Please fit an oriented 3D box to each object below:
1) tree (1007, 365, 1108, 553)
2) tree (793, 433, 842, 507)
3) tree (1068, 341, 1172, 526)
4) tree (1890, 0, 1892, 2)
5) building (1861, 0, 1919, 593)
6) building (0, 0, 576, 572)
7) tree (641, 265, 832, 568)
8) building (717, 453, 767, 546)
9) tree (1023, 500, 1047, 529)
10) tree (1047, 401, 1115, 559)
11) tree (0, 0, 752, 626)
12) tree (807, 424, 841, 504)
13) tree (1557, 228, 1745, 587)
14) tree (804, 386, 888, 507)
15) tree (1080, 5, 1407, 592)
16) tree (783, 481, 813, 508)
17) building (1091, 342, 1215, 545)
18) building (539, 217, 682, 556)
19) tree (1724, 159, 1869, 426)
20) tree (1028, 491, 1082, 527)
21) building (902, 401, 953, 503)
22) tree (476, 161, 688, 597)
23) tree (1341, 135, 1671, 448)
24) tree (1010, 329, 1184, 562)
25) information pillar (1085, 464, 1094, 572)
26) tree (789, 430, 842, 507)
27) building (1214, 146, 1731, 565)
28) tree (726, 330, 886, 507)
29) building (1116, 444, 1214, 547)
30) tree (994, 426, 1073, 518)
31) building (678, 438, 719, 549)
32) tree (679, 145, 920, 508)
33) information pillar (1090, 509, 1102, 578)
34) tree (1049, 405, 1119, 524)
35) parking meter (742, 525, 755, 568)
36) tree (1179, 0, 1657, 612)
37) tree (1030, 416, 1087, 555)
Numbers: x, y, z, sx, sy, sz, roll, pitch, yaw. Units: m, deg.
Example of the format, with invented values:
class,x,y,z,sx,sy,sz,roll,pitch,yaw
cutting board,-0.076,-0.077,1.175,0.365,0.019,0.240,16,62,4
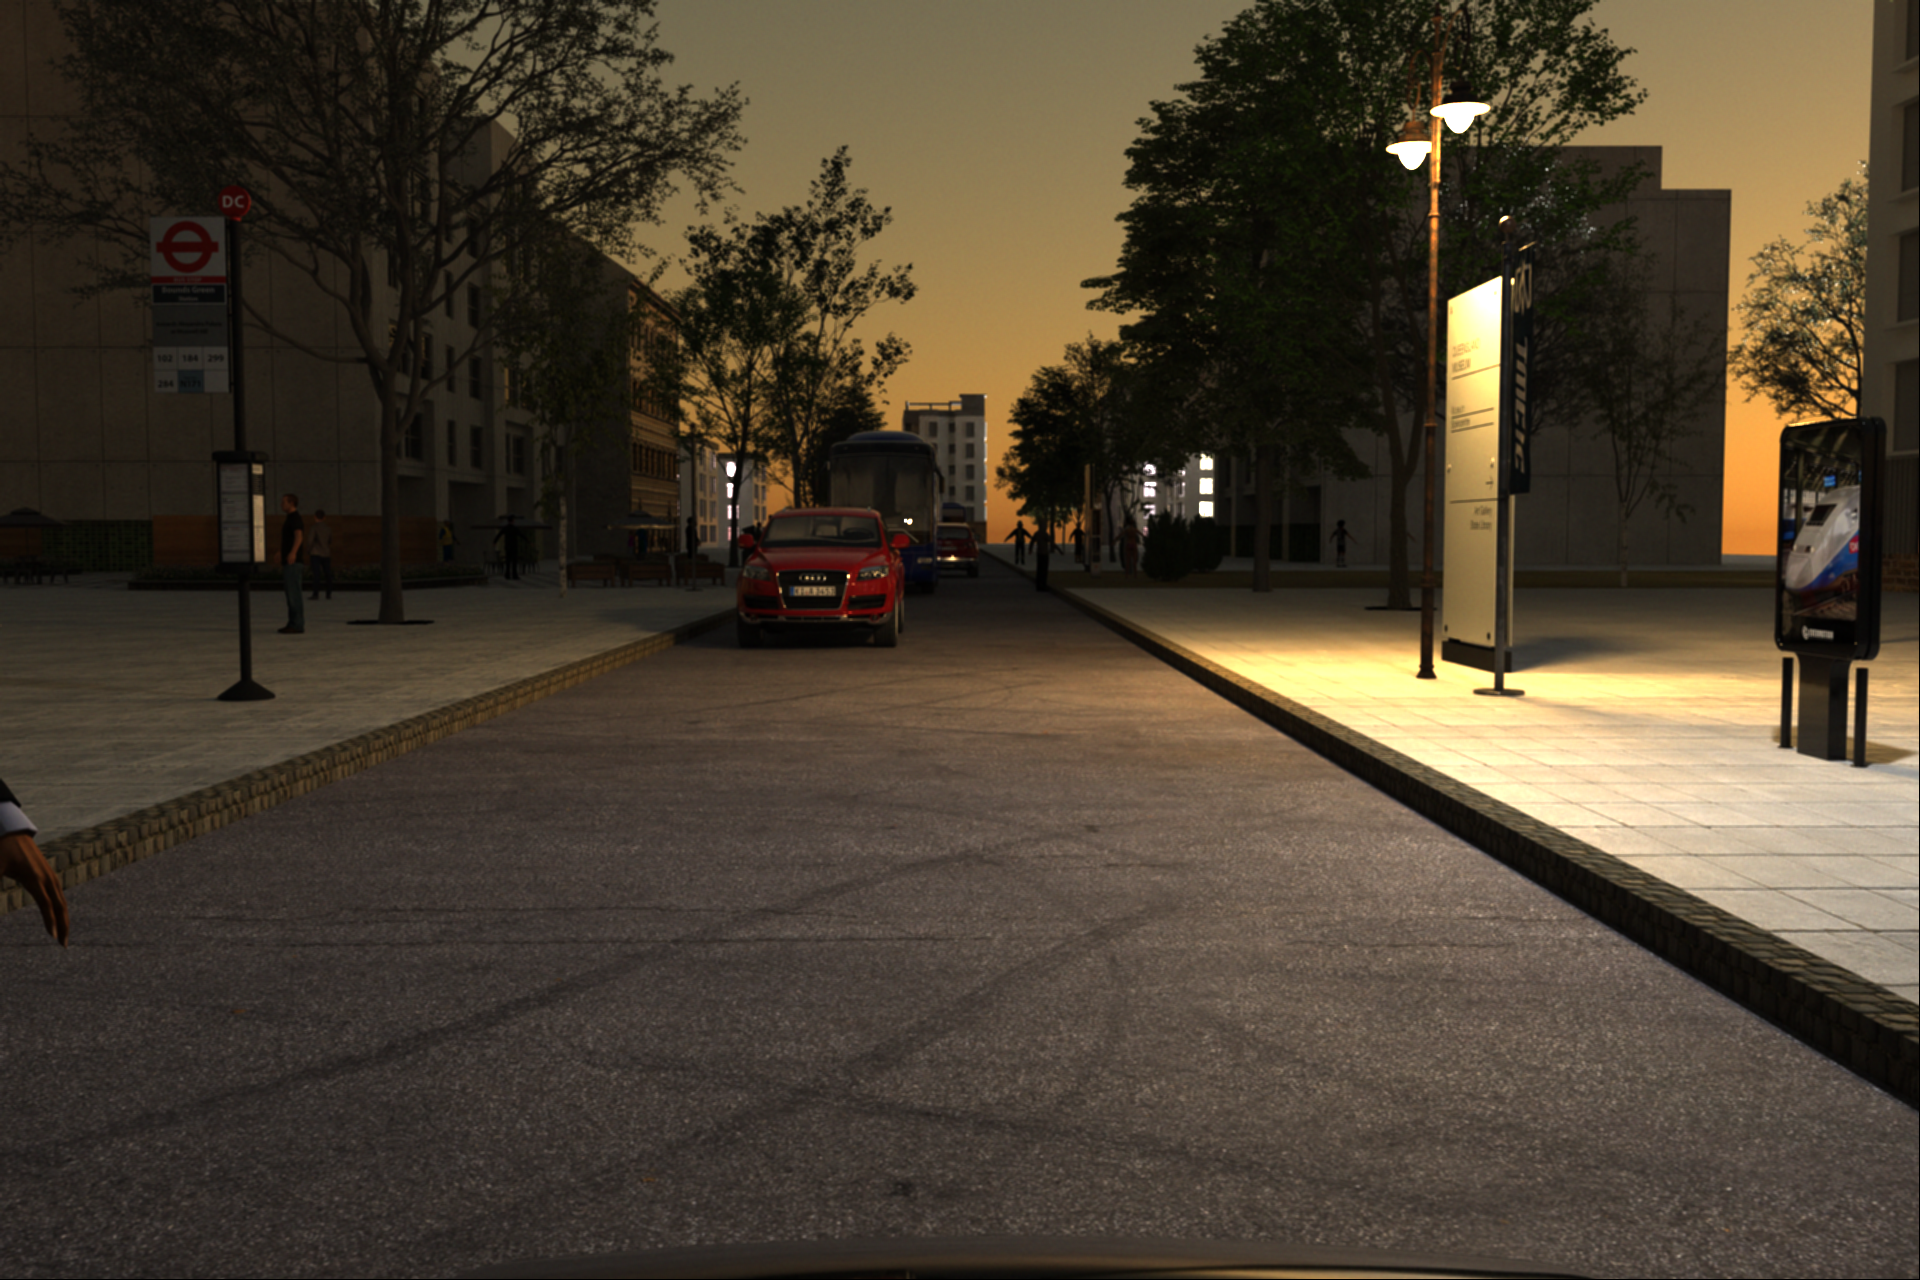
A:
class,x,y,z,sx,sy,sz,roll,pitch,yaw
tree,6.581,-12.144,116.684,7.486,12.596,7.792,0,3,0
tree,-9.365,-10.358,119.719,4.737,8.622,4.395,0,3,0
tree,6.236,-7.033,65.347,4.737,8.622,4.395,0,3,0
tree,7.285,-3.654,10.110,4.737,8.622,4.395,0,3,0
building,25.575,-11.048,37.061,16.016,20.090,11.380,0,4,-1
building,-28.144,-12.662,73.489,16.747,18.905,31.486,0,4,-1
tree,-8.519,-8.585,66.121,9.928,11.665,9.643,0,3,0
building,-25.932,-15.351,193.132,9.099,9.664,28.070,0,4,0
tree,10.884,-17.605,238.196,4.737,8.622,4.395,0,3,0
tree,6.223,-8.586,90.739,4.737,8.622,4.395,0,3,0
tree,-8.098,-6.978,24.465,12.009,13.543,11.850,0,3,0
tree,-8.351,-10.019,114.167,4.737,8.622,4.395,0,3,0
tree,16.213,-5.625,42.326,4.360,8.622,3.978,0,3,0
tree,-8.255,-13.052,131.534,7.486,12.596,7.792,0,3,0
tree,6.333,-7.331,37.990,7.486,12.596,7.792,0,3,0
tree,-21.095,-17.257,232.518,4.360,8.622,3.978,0,3,0
building,25.233,-22.836,204.296,19.493,23.208,18.063,0,4,0
building,-28.745,-17.122,110.870,19.493,23.208,18.063,0,3,0
tree,29.103,-8.850,55.073,12.009,13.543,11.850,0,3,0
tree,12.799,-19.150,231.223,7.486,12.596,7.792,0,3,0
building,-7.529,-23.168,237.673,11.380,20.090,16.016,0,4,-4
tree,-7.896,-5.181,35.076,4.737,8.622,4.395,0,3,0
tree,16.218,-8.732,53.140,12.009,13.543,11.850,0,3,0
tree,6.764,-8.833,78.831,8.767,10.594,7.601,-3,4,-39
information pillar,4.378,-4.115,58.599,0.184,3.620,1.656,0,4,-1
tree,-9.579,-12.761,143.049,8.767,10.594,7.601,-2,4,-26
building,23.551,-13.531,87.693,16.747,18.905,31.486,0,3,0
tree,-8.926,-11.885,104.693,12.009,13.543,11.850,0,3,0
building,21.564,-14.275,175.549,9.099,9.664,28.070,0,4,0
tree,6.291,-12.016,130.880,8.767,10.594,7.601,1,4,19
building,-26.996,-13.419,161.545,9.099,9.664,28.070,0,4,-1
tree,-7.919,-14.072,85.965,12.611,20.169,13.585,0,3,0
information pillar,3.961,-2.814,50.503,0.304,2.012,0.304,0,4,0
tree,6.708,-9.141,99.818,4.360,8.622,3.978,0,3,0
parking meter,-5.967,-2.475,48.871,0.372,1.533,0.369,0,3,0
tree,7.527,-6.318,29.054,9.928,11.665,9.643,0,3,0
tree,6.499,-9.650,108.138,4.360,8.622,3.978,0,3,0
